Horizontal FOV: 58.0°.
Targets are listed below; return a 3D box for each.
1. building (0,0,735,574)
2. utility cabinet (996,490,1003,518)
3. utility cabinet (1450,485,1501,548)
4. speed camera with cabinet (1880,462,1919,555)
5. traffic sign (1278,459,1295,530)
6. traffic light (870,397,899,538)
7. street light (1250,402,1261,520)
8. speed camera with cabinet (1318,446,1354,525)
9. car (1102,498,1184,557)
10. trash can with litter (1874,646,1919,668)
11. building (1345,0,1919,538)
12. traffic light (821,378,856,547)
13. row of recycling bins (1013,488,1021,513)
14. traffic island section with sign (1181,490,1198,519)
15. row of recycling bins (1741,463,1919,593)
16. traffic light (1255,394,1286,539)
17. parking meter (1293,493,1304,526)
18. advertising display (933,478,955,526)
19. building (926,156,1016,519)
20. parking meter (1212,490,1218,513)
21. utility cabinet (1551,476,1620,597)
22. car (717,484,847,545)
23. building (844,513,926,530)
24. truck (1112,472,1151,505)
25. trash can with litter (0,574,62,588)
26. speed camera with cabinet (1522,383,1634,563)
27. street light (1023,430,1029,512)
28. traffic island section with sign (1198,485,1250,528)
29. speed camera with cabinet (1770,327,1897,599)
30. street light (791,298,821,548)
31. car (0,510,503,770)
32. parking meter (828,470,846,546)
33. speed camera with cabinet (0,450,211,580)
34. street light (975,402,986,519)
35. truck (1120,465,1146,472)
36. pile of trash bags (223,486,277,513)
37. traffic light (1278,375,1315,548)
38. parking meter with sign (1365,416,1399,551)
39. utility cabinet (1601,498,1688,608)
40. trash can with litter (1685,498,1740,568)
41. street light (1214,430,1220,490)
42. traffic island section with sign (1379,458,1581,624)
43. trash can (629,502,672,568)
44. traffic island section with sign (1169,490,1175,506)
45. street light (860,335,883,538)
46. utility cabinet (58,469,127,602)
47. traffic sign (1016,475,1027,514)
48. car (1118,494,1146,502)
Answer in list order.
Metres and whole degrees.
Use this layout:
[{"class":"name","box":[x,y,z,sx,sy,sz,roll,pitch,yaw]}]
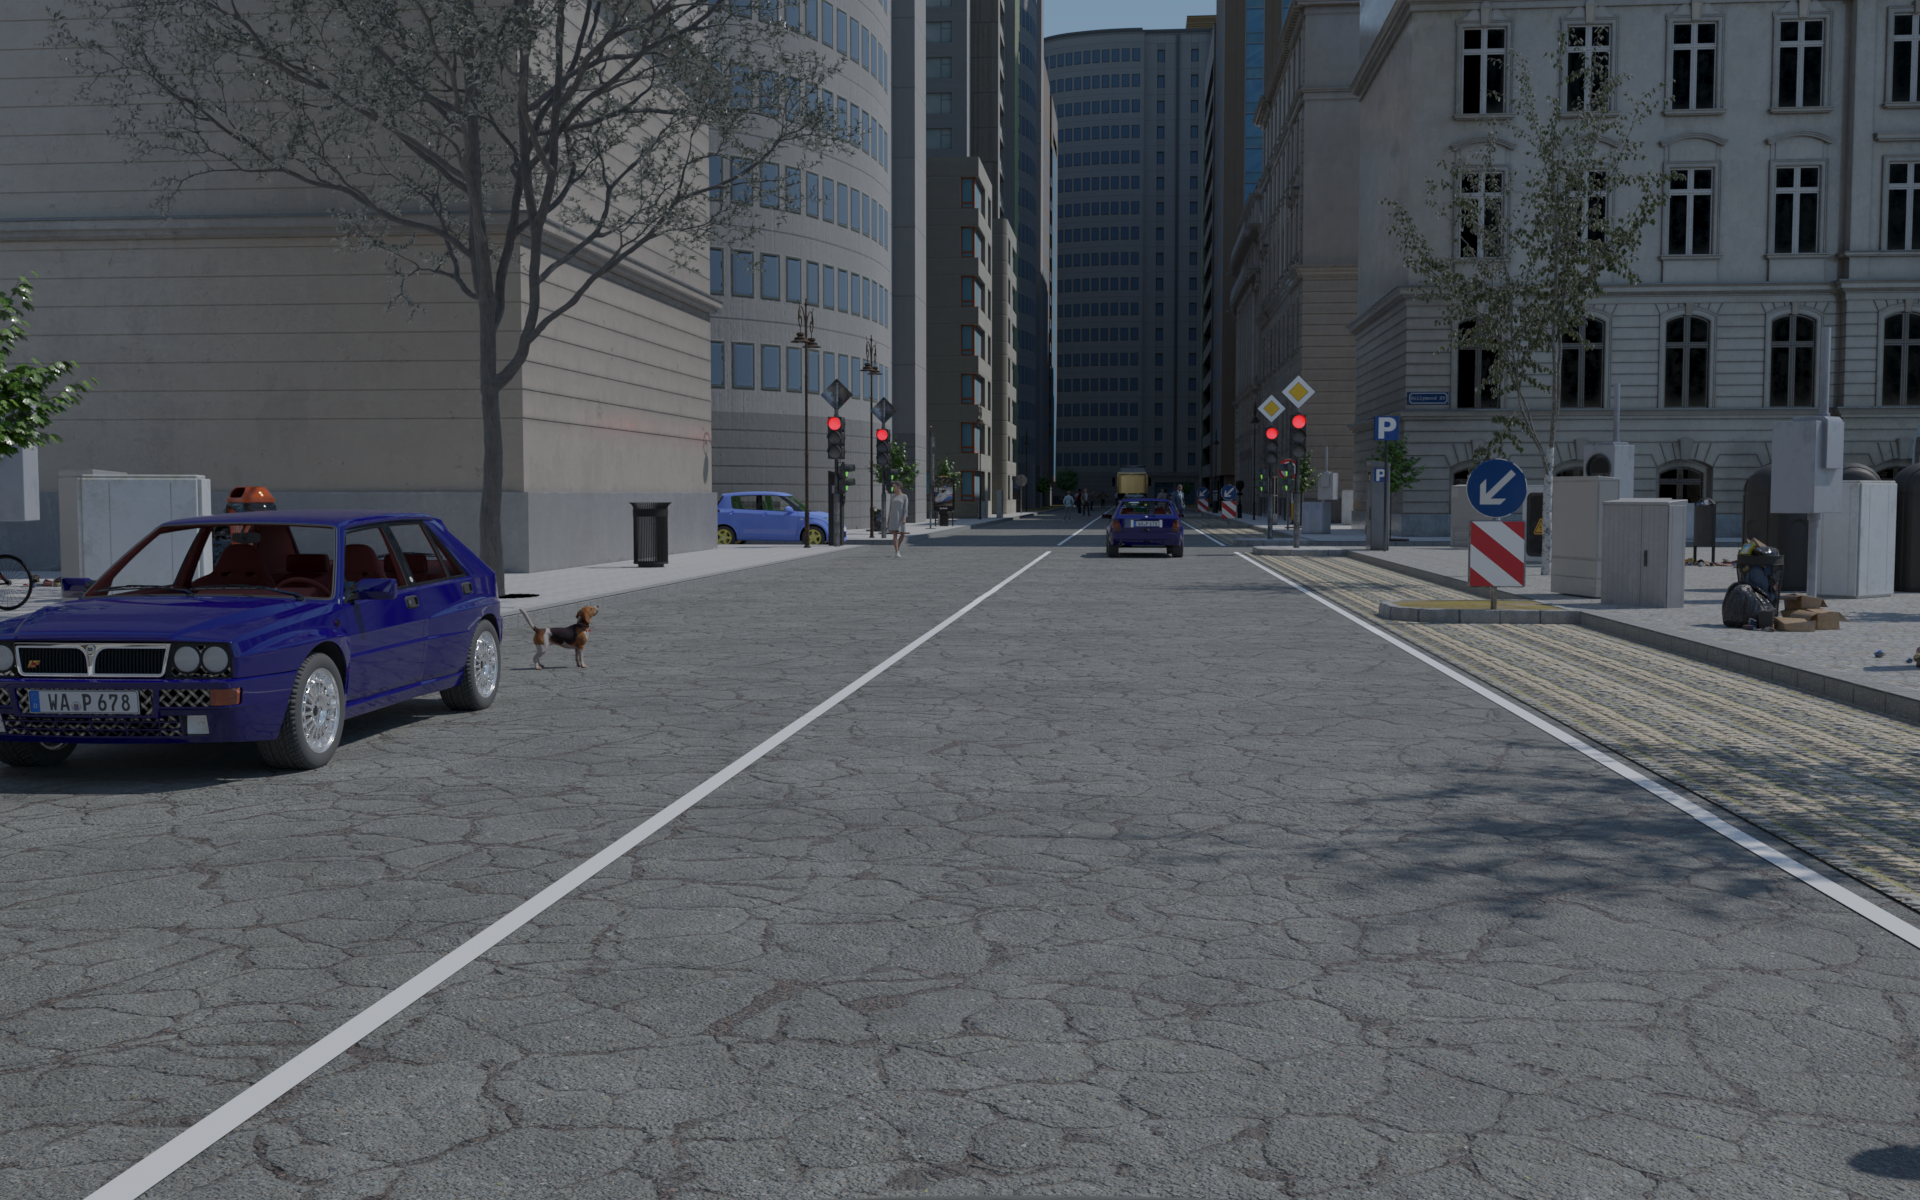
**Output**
[{"class":"building","box":[-17.367,-15.124,34.672,23.554,28.519,14.401,0,4,6]},{"class":"utility cabinet","box":[2.125,-5.153,92.925,0.318,1.500,1.173,0,4,5]},{"class":"utility cabinet","box":[12.048,-1.946,40.501,0.318,1.500,1.173,-3,4,-37]},{"class":"speed camera with cabinet","box":[21.272,-2.687,38.270,0.660,3.252,2.038,0,4,3]},{"class":"traffic sign","box":[11.824,-3.810,62.392,0.768,2.556,0.104,1,4,10]},{"class":"traffic light","box":[-2.189,-3.739,50.055,0.839,4.253,0.868,0,4,6]},{"class":"street light","box":[14.550,-6.896,85.544,0.468,5.910,1.993,0,4,6]},{"class":"speed camera with cabinet","box":[15.783,-4.704,71.239,2.038,3.252,0.660,3,4,36]},{"class":"car","box":[4.293,-1.710,40.535,1.945,1.354,3.894,0,4,4]},{"class":"trash can with litter","box":[7.887,-0.125,13.108,1.678,1.210,2.233,3,5,42]},{"class":"building","box":[30.547,-14.395,54.441,34.723,24.649,14.460,0,4,6]},{"class":"traffic light","box":[-2.983,-3.253,42.109,0.839,4.253,0.868,0,4,6]},{"class":"row of recycling bins","box":[2.463,-6.905,120.002,3.534,1.692,1.069,0,4,3]},{"class":"traffic island section with sign","box":[13.940,-5.612,100.389,1.989,1.847,2.006,0,4,6]},{"class":"row of recycling bins","box":[12.295,-0.970,22.978,3.534,1.692,1.069,0,4,7]},{"class":"traffic light","box":[8.770,-3.673,48.980,0.839,4.253,0.868,0,4,6]},{"class":"parking meter","box":[13.393,-3.848,68.618,0.399,1.863,0.255,2,4,23]},{"class":"advertising display","box":[-0.633,-3.899,68.956,0.974,1.923,0.123,2,4,35]},{"class":"building","box":[-11.371,-15.881,104.691,27.650,21.520,28.899,0,4,6]},{"class":"parking meter","box":[17.123,-6.591,116.169,0.372,1.533,0.369,0,3,0]},{"class":"utility cabinet","box":[7.843,-0.798,21.722,0.318,1.500,1.173,0,4,-7]},{"class":"car","box":[-4.860,-2.235,46.133,3.694,1.707,1.945,0,4,5]},{"class":"building","box":[-13.397,-32.045,65.927,21.231,58.520,28.212,0,4,6]},{"class":"truck","box":[14.885,-9.420,149.938,3.469,3.379,9.791,0,4,5]},{"class":"trash can with litter","box":[-12.513,-0.817,24.422,2.233,1.210,1.678,1,4,20]},{"class":"speed camera with cabinet","box":[11.227,-2.275,31.529,0.660,3.252,2.038,-2,4,-31]},{"class":"street light","box":[4.773,-9.269,124.337,0.468,5.910,1.993,0,4,6]},{"class":"traffic island section with sign","box":[11.271,-3.972,73.566,1.989,1.847,2.006,0,4,6]},{"class":"speed camera with cabinet","box":[10.733,-1.645,21.236,2.038,3.252,0.660,-3,4,-37]},{"class":"street light","box":[-3.641,-4.177,41.085,0.468,5.910,1.993,0,4,6]},{"class":"car","box":[-4.091,0.141,10.282,1.945,1.354,3.894,0,4,4]},{"class":"parking meter","box":[-3.052,-2.275,42.911,0.399,1.863,0.255,1,4,9]},{"class":"speed camera with cabinet","box":[-7.553,-1.253,14.815,2.038,3.252,0.660,-1,4,-16]},{"class":"street light","box":[1.019,-7.005,87.324,0.468,5.910,1.993,0,4,6]},{"class":"truck","box":[17.398,-11.326,174.098,2.839,4.237,11.283,0,4,6]},{"class":"pile of trash bags","box":[-9.096,-0.667,20.657,3.447,1.369,1.912,3,5,41]},{"class":"traffic light","box":[7.976,-3.187,41.034,0.839,4.253,0.868,0,4,6]},{"class":"parking meter with sign","box":[9.554,-2.643,39.470,0.543,3.016,1.738,0,4,4]},{"class":"utility cabinet","box":[7.837,-0.534,19.899,0.306,1.237,1.020,-1,4,-23]},{"class":"trash can with litter","box":[13.405,-1.207,30.793,1.678,1.210,2.233,-1,4,-14]},{"class":"street light","box":[18.086,-9.150,122.396,0.468,5.910,1.993,0,4,6]},{"class":"traffic island section with sign","box":[5.908,-0.693,19.951,1.989,1.847,2.006,0,4,6]},{"class":"trash can","box":[-5.424,-1.145,30.369,0.748,1.137,0.748,0,3,0]},{"class":"traffic island section with sign","box":[18.932,-8.668,150.342,1.989,1.847,2.006,0,4,6]},{"class":"street light","box":[-2.577,-4.751,50.474,0.468,5.910,1.993,0,4,6]},{"class":"utility cabinet","box":[-8.049,-0.455,16.125,0.318,1.500,1.173,-3,5,-41]},{"class":"traffic sign","box":[4.007,-6.920,113.249,0.768,2.556,0.104,1,4,9]},{"class":"car","box":[10.826,-5.844,107.348,2.131,1.459,4.920,0,4,7]}]
